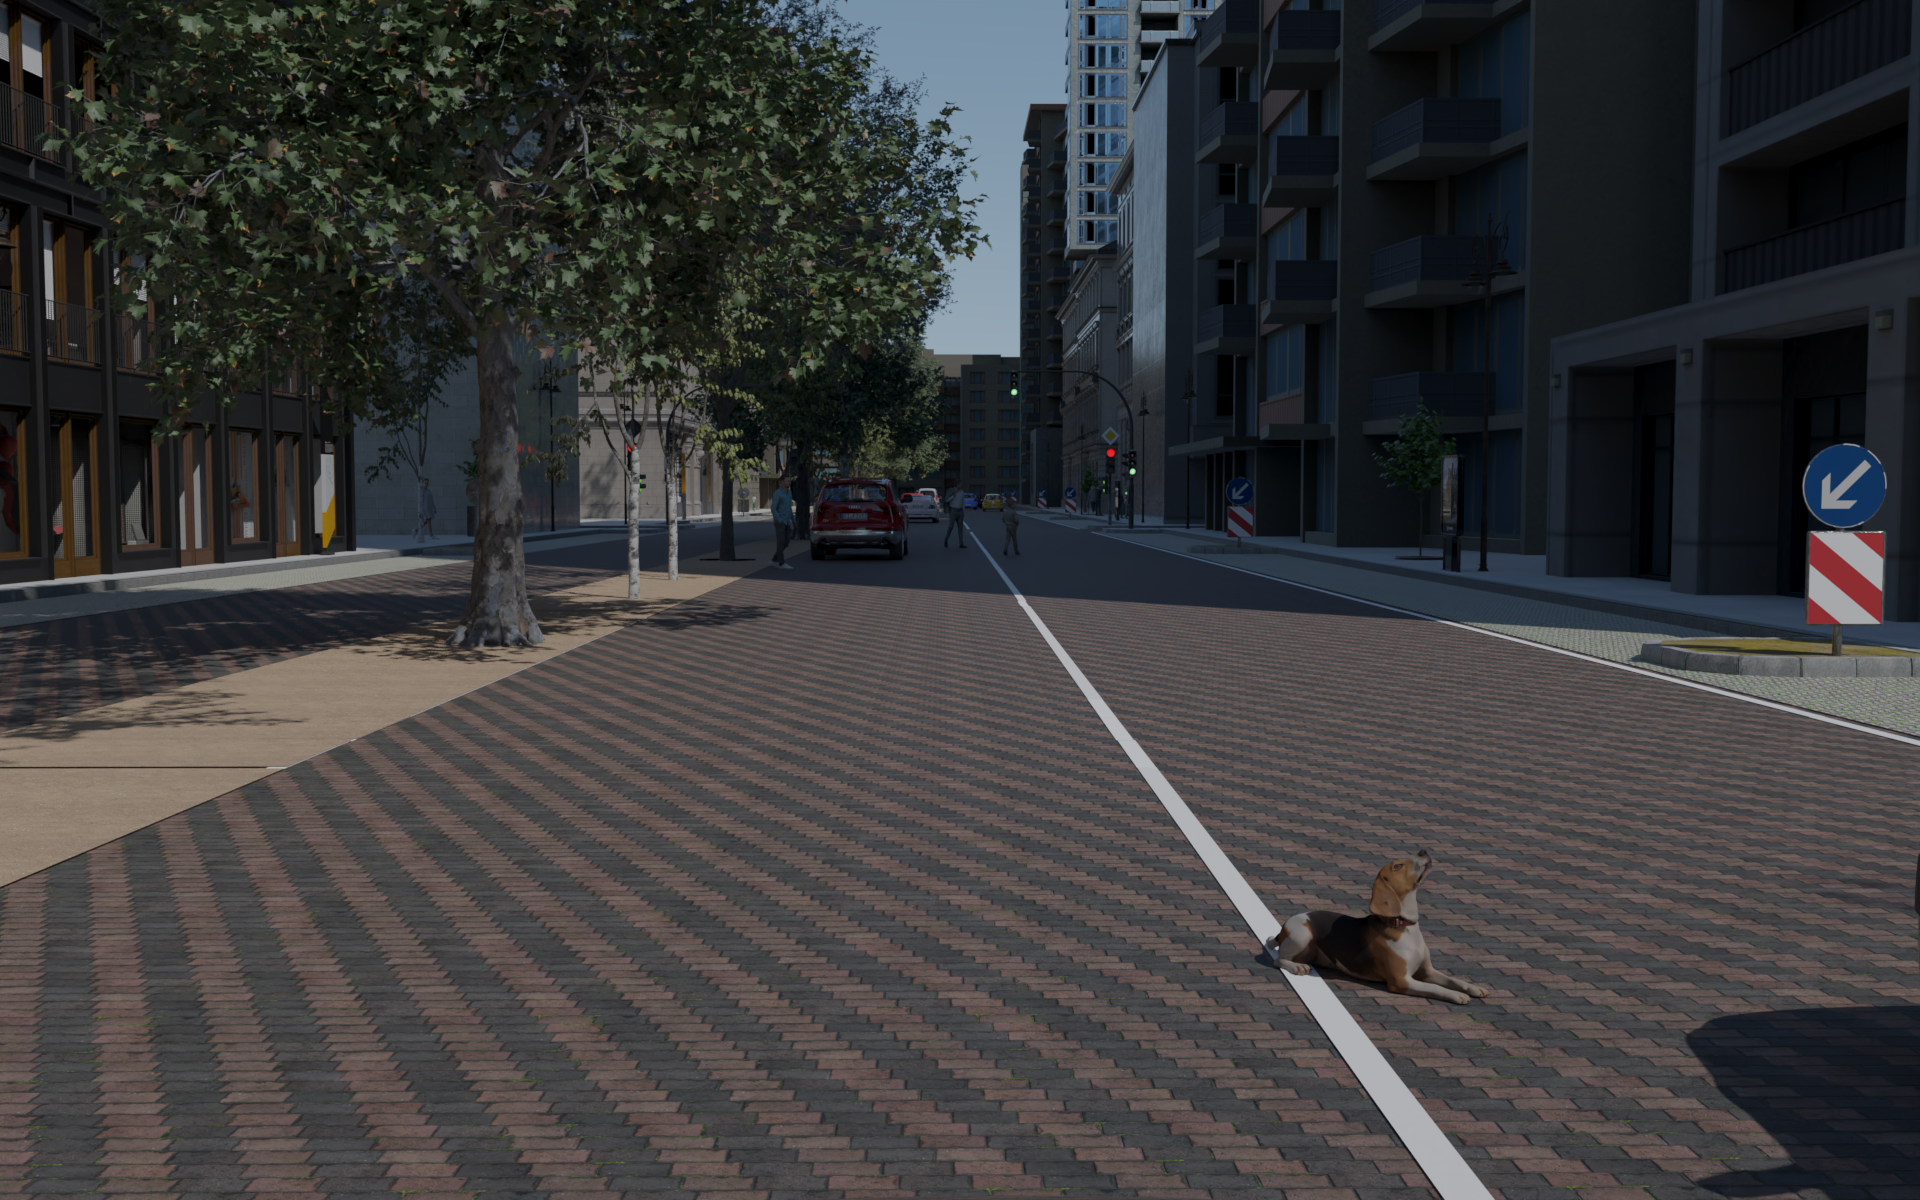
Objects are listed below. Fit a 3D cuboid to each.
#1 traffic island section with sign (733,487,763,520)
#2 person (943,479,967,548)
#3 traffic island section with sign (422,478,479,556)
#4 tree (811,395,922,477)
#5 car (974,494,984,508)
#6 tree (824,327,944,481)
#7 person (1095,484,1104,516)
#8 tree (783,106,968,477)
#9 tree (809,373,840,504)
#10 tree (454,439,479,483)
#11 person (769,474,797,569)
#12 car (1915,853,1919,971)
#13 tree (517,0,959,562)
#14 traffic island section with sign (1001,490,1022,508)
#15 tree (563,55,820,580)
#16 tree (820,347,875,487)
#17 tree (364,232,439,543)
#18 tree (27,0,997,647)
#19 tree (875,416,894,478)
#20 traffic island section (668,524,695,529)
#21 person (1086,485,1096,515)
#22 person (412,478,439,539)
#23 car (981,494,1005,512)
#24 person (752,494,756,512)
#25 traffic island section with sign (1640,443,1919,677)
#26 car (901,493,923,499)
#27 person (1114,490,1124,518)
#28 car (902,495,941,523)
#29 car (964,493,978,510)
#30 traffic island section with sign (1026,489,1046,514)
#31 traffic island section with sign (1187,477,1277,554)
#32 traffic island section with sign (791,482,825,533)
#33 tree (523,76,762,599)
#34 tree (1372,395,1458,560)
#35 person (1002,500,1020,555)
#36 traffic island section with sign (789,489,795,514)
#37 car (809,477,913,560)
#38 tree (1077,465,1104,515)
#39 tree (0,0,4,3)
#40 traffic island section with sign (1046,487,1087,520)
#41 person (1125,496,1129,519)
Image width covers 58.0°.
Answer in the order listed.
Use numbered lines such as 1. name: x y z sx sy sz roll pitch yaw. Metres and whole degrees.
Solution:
1. traffic island section with sign: -12.023 -5.364 96.327 1.989 1.847 2.006 0 4 -1
2. person: -0.149 -2.298 46.166 0.679 1.850 0.850 -3 4 -38
3. traffic island section with sign: -11.459 -1.978 40.976 1.989 1.847 2.006 0 4 -1
4. tree: -5.834 -9.946 99.482 8.767 10.594 7.601 0 4 -1
5. car: 1.406 -10.011 173.468 2.009 1.686 4.222 0 4 -2
6. tree: -5.491 -12.176 108.195 9.857 13.997 8.962 0 3 0
7. person: 8.186 -5.894 101.771 0.474 1.900 0.648 -1 4 -11
8. tree: -6.463 -13.492 78.946 12.611 20.169 13.585 0 3 0
9. tree: -5.104 -6.622 61.085 4.360 8.622 3.978 0 3 0
10. tree: -14.247 -3.541 52.496 1.663 3.219 1.824 0 3 0
11. person: -3.442 -1.515 33.291 0.620 1.820 0.660 1 4 21
12. car: 3.145 0.453 2.379 2.009 1.686 4.222 0 4 -2
13. tree: -4.943 -7.565 36.509 12.009 13.543 11.850 0 3 0
14. traffic island section with sign: 5.224 -10.118 174.063 1.989 1.847 2.006 0 4 -1
15. tree: -4.709 -4.611 28.203 4.737 8.622 4.395 0 3 0
16. tree: -4.614 -5.682 45.718 4.737 8.622 4.395 0 3 0
17. tree: -14.385 -5.810 45.351 4.360 8.622 3.978 0 3 0
18. tree: -4.414 -5.926 16.353 9.611 12.733 9.660 0 3 0
19. tree: -5.456 -8.272 88.066 4.737 8.622 4.395 0 3 0
20. traffic island section: -12.096 -3.024 71.722 2.009 0.180 2.903 0 4 -1
21. person: 7.976 -6.029 104.803 0.709 1.800 0.728 -1 4 -13
22. person: -15.146 -2.582 49.017 0.760 1.731 0.466 -1 4 -9
23. car: 2.707 -8.098 142.632 2.015 1.641 3.980 0 3 0
24. person: -15.052 -7.117 126.660 0.306 1.304 0.590 0 4 5
25. traffic island section with sign: 6.834 -0.352 14.386 1.989 1.847 2.006 0 4 -1
26. car: -2.813 -5.780 103.537 2.155 1.783 4.494 0 4 -2
27. person: 8.411 -5.200 91.239 0.661 1.801 0.590 -3 5 -39
28. car: -2.005 -4.578 87.212 2.083 1.381 4.827 0 4 1
29. car: 0.657 -9.040 157.397 1.945 1.707 3.694 0 4 -2
30. traffic island section with sign: 5.727 -7.063 124.111 1.989 1.847 2.006 0 4 -1
31. traffic island section with sign: 6.561 -2.044 42.051 1.989 1.847 2.006 0 4 -1
32. traffic island section with sign: -5.169 -3.419 64.040 2.006 1.907 1.989 0 4 -1
33. tree: -4.454 -4.326 23.549 4.360 8.622 3.978 0 3 0
34. tree: 8.922 -2.409 33.984 1.663 3.219 1.824 0 3 0
35. person: 1.188 -1.711 40.746 0.475 1.303 0.640 2 4 28
36. traffic island section with sign: -12.290 -7.012 123.281 1.989 1.847 2.006 0 4 -1
37. car: -2.231 -1.872 39.274 2.281 1.827 5.304 0 4 0
38. tree: 7.828 -6.842 106.476 1.663 3.219 1.824 0 3 0
39. tree: -4.618 -4.790 6.532 9.928 11.665 9.643 0 3 0
40. traffic island section with sign: 5.997 -5.374 96.498 1.989 1.847 2.006 0 4 -1
41. person: 8.686 -4.985 87.962 0.534 1.772 0.576 -2 4 -33
